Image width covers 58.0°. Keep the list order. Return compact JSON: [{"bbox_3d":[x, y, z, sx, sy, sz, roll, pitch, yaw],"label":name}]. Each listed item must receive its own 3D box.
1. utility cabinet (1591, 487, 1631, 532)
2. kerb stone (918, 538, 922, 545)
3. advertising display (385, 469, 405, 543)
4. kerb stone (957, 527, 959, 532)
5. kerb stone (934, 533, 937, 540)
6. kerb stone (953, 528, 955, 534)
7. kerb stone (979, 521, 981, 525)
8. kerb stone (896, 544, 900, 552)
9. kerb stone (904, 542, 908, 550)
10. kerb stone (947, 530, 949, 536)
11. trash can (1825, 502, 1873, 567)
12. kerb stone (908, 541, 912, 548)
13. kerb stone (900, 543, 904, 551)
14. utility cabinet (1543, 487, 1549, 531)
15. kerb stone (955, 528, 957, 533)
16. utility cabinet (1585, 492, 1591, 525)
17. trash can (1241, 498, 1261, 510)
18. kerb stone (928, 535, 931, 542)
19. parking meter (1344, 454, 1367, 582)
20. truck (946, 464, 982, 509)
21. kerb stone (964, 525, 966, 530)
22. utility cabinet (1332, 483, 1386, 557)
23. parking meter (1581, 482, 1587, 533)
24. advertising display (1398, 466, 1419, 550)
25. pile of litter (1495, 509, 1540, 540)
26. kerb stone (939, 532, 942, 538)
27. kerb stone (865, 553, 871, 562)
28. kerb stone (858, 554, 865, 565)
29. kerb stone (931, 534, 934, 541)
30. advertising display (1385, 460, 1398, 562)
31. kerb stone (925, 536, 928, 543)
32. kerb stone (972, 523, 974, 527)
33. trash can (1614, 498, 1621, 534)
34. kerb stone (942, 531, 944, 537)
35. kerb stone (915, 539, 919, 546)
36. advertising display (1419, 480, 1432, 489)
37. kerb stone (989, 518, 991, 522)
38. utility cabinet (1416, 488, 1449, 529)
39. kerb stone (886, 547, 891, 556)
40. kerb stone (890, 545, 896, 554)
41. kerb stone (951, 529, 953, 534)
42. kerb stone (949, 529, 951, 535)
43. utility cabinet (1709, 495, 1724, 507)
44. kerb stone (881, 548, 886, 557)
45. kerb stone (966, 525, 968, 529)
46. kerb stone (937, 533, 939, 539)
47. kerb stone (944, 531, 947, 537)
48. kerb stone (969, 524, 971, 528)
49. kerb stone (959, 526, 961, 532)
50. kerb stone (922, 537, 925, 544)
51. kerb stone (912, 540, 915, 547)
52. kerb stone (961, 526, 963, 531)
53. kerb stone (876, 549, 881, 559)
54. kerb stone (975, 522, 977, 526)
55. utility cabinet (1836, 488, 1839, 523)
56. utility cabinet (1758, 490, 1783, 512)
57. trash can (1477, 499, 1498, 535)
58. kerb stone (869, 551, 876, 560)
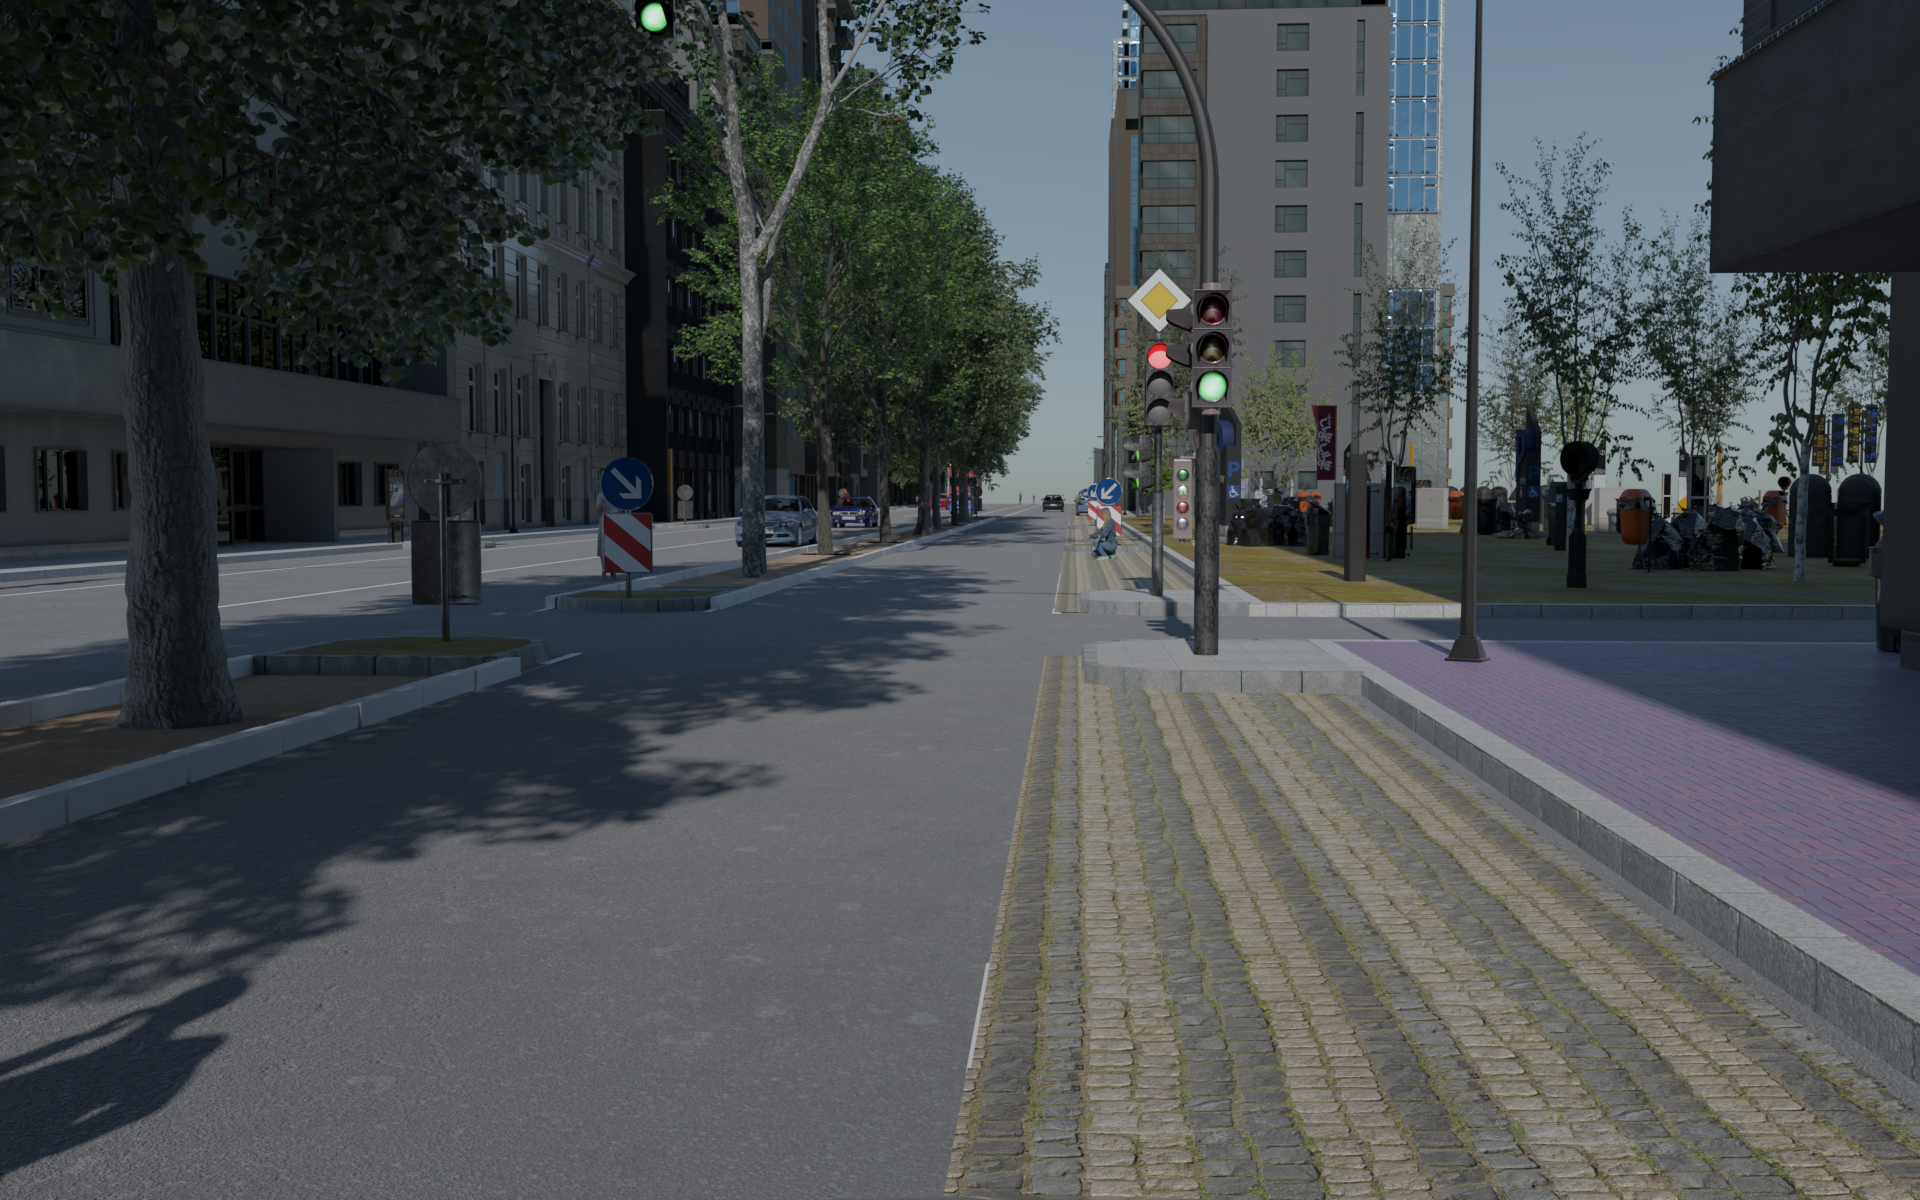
[{"bbox_3d":[21.598,-2.977,57.352,1.173,1.500,0.318,-1,4,-13],"label":"utility cabinet"},{"bbox_3d":[-1.232,-1.609,48.499,0.120,0.150,1.000,0,4,4],"label":"kerb stone"},{"bbox_3d":[-14.813,-2.460,45.433,0.123,1.923,0.974,0,4,5],"label":"advertising display"},{"bbox_3d":[-0.221,-2.546,63.821,0.120,0.150,1.000,0,4,4],"label":"kerb stone"},{"bbox_3d":[-0.899,-1.921,53.597,0.120,0.150,1.000,0,4,4],"label":"kerb stone"},{"bbox_3d":[-0.351,-2.421,61.781,0.120,0.150,1.000,0,4,4],"label":"kerb stone"},{"bbox_3d":[0.726,-3.422,78.152,0.120,0.150,1.000,0,4,4],"label":"kerb stone"},{"bbox_3d":[-1.644,-1.234,42.363,0.120,0.150,1.000,0,4,4],"label":"kerb stone"},{"bbox_3d":[-1.510,-1.359,44.407,0.120,0.150,1.000,0,4,4],"label":"kerb stone"},{"bbox_3d":[-0.553,-2.222,58.720,0.120,0.150,1.000,0,4,4],"label":"kerb stone"},{"bbox_3d":[15.690,-1.159,30.610,0.748,1.137,0.748,0,3,0],"label":"trash can"},{"bbox_3d":[-1.436,-1.417,45.434,0.120,0.150,1.000,0,4,4],"label":"kerb stone"},{"bbox_3d":[-1.579,-1.296,43.387,0.120,0.150,1.000,0,4,4],"label":"kerb stone"},{"bbox_3d":[18.115,-2.717,53.098,0.318,1.500,1.173,1,4,11],"label":"utility cabinet"},{"bbox_3d":[-0.285,-2.483,62.801,0.120,0.150,1.000,0,4,4],"label":"kerb stone"},{"bbox_3d":[25.899,-3.873,72.001,1.173,1.500,0.318,2,4,34],"label":"utility cabinet"},{"bbox_3d":[9.350,-2.701,55.807,0.748,1.137,0.748,0,3,0],"label":"trash can"},{"bbox_3d":[-1.039,-1.796,51.558,0.120,0.150,1.000,0,4,4],"label":"kerb stone"},{"bbox_3d":[5.818,-1.209,25.473,0.255,1.863,0.399,0,4,0],"label":"parking meter"},{"bbox_3d":[0.459,-9.608,146.000,2.839,4.237,11.283,0,4,3],"label":"truck"},{"bbox_3d":[0.049,-2.796,67.918,0.120,0.150,1.000,0,4,4],"label":"kerb stone"},{"bbox_3d":[8.173,-1.619,35.147,1.173,1.500,0.318,0,4,8],"label":"utility cabinet"},{"bbox_3d":[19.354,-2.963,54.153,0.399,1.863,0.255,3,5,42],"label":"parking meter"},{"bbox_3d":[10.239,-2.139,40.186,0.123,1.923,0.974,-1,4,-20],"label":"advertising display"},{"bbox_3d":[15.964,-2.182,49.633,1.176,0.858,1.719,0,4,6],"label":"pile of litter"},{"bbox_3d":[-0.753,-2.046,55.644,0.120,0.150,1.000,0,4,4],"label":"kerb stone"},{"bbox_3d":[-2.043,-0.859,36.238,0.120,0.150,1.000,0,4,4],"label":"kerb stone"},{"bbox_3d":[-2.114,-0.793,35.219,0.120,0.150,1.000,0,4,4],"label":"kerb stone"},{"bbox_3d":[-0.968,-1.858,52.578,0.120,0.150,1.000,0,4,4],"label":"kerb stone"},{"bbox_3d":[8.270,-1.718,33.311,0.123,1.923,0.974,1,4,17],"label":"advertising display"},{"bbox_3d":[-1.102,-1.733,50.538,0.120,0.150,1.000,0,4,4],"label":"kerb stone"},{"bbox_3d":[0.388,-3.107,73.046,0.120,0.150,1.000,0,4,4],"label":"kerb stone"},{"bbox_3d":[21.629,-2.727,56.242,0.748,1.137,0.748,0,3,0],"label":"trash can"},{"bbox_3d":[-0.699,-2.107,56.666,0.120,0.150,1.000,0,4,4],"label":"kerb stone"},{"bbox_3d":[-1.304,-1.541,47.479,0.120,0.150,1.000,0,4,4],"label":"kerb stone"},{"bbox_3d":[21.224,-4.534,79.350,0.123,1.923,0.974,-2,4,-26],"label":"advertising display"},{"bbox_3d":[1.332,-3.985,87.355,0.120,0.150,1.000,0,4,4],"label":"kerb stone"},{"bbox_3d":[17.155,-3.316,62.895,0.318,1.500,1.173,-3,4,-36],"label":"utility cabinet"},{"bbox_3d":[-1.778,-1.107,40.320,0.120,0.150,1.000,0,4,4],"label":"kerb stone"},{"bbox_3d":[-1.707,-1.171,41.343,0.120,0.150,1.000,0,4,4],"label":"kerb stone"},{"bbox_3d":[-0.428,-2.356,60.762,0.120,0.150,1.000,0,4,4],"label":"kerb stone"},{"bbox_3d":[-0.497,-2.296,59.740,0.120,0.150,1.000,0,4,4],"label":"kerb stone"},{"bbox_3d":[38.687,-4.760,88.983,0.306,1.237,1.020,-2,4,-27],"label":"utility cabinet"},{"bbox_3d":[-1.851,-1.046,39.301,0.120,0.150,1.000,0,4,4],"label":"kerb stone"},{"bbox_3d":[0.109,-2.859,68.943,0.120,0.150,1.000,0,4,4],"label":"kerb stone"},{"bbox_3d":[-0.832,-1.980,54.625,0.120,0.150,1.000,0,4,4],"label":"kerb stone"},{"bbox_3d":[-0.622,-2.171,57.692,0.120,0.150,1.000,0,4,4],"label":"kerb stone"},{"bbox_3d":[0.249,-2.985,71.003,0.120,0.150,1.000,0,4,4],"label":"kerb stone"},{"bbox_3d":[-0.156,-2.608,64.844,0.120,0.150,1.000,0,4,4],"label":"kerb stone"},{"bbox_3d":[-1.170,-1.671,49.519,0.120,0.150,1.000,0,4,4],"label":"kerb stone"},{"bbox_3d":[-1.378,-1.479,46.460,0.120,0.150,1.000,0,4,4],"label":"kerb stone"},{"bbox_3d":[-0.086,-2.671,65.867,0.120,0.150,1.000,0,4,4],"label":"kerb stone"},{"bbox_3d":[-1.913,-0.984,38.281,0.120,0.150,1.000,0,4,4],"label":"kerb stone"},{"bbox_3d":[0.522,-3.235,75.085,0.120,0.150,1.000,0,4,4],"label":"kerb stone"},{"bbox_3d":[32.654,-3.384,64.000,0.318,1.500,1.173,1,4,18],"label":"utility cabinet"},{"bbox_3d":[40.607,-4.769,86.653,1.173,1.500,0.318,0,4,5],"label":"utility cabinet"},{"bbox_3d":[16.469,-2.603,54.214,0.748,1.137,0.748,0,3,0],"label":"trash can"},{"bbox_3d":[-1.980,-0.921,37.258,0.120,0.150,1.000,0,4,4],"label":"kerb stone"}]
